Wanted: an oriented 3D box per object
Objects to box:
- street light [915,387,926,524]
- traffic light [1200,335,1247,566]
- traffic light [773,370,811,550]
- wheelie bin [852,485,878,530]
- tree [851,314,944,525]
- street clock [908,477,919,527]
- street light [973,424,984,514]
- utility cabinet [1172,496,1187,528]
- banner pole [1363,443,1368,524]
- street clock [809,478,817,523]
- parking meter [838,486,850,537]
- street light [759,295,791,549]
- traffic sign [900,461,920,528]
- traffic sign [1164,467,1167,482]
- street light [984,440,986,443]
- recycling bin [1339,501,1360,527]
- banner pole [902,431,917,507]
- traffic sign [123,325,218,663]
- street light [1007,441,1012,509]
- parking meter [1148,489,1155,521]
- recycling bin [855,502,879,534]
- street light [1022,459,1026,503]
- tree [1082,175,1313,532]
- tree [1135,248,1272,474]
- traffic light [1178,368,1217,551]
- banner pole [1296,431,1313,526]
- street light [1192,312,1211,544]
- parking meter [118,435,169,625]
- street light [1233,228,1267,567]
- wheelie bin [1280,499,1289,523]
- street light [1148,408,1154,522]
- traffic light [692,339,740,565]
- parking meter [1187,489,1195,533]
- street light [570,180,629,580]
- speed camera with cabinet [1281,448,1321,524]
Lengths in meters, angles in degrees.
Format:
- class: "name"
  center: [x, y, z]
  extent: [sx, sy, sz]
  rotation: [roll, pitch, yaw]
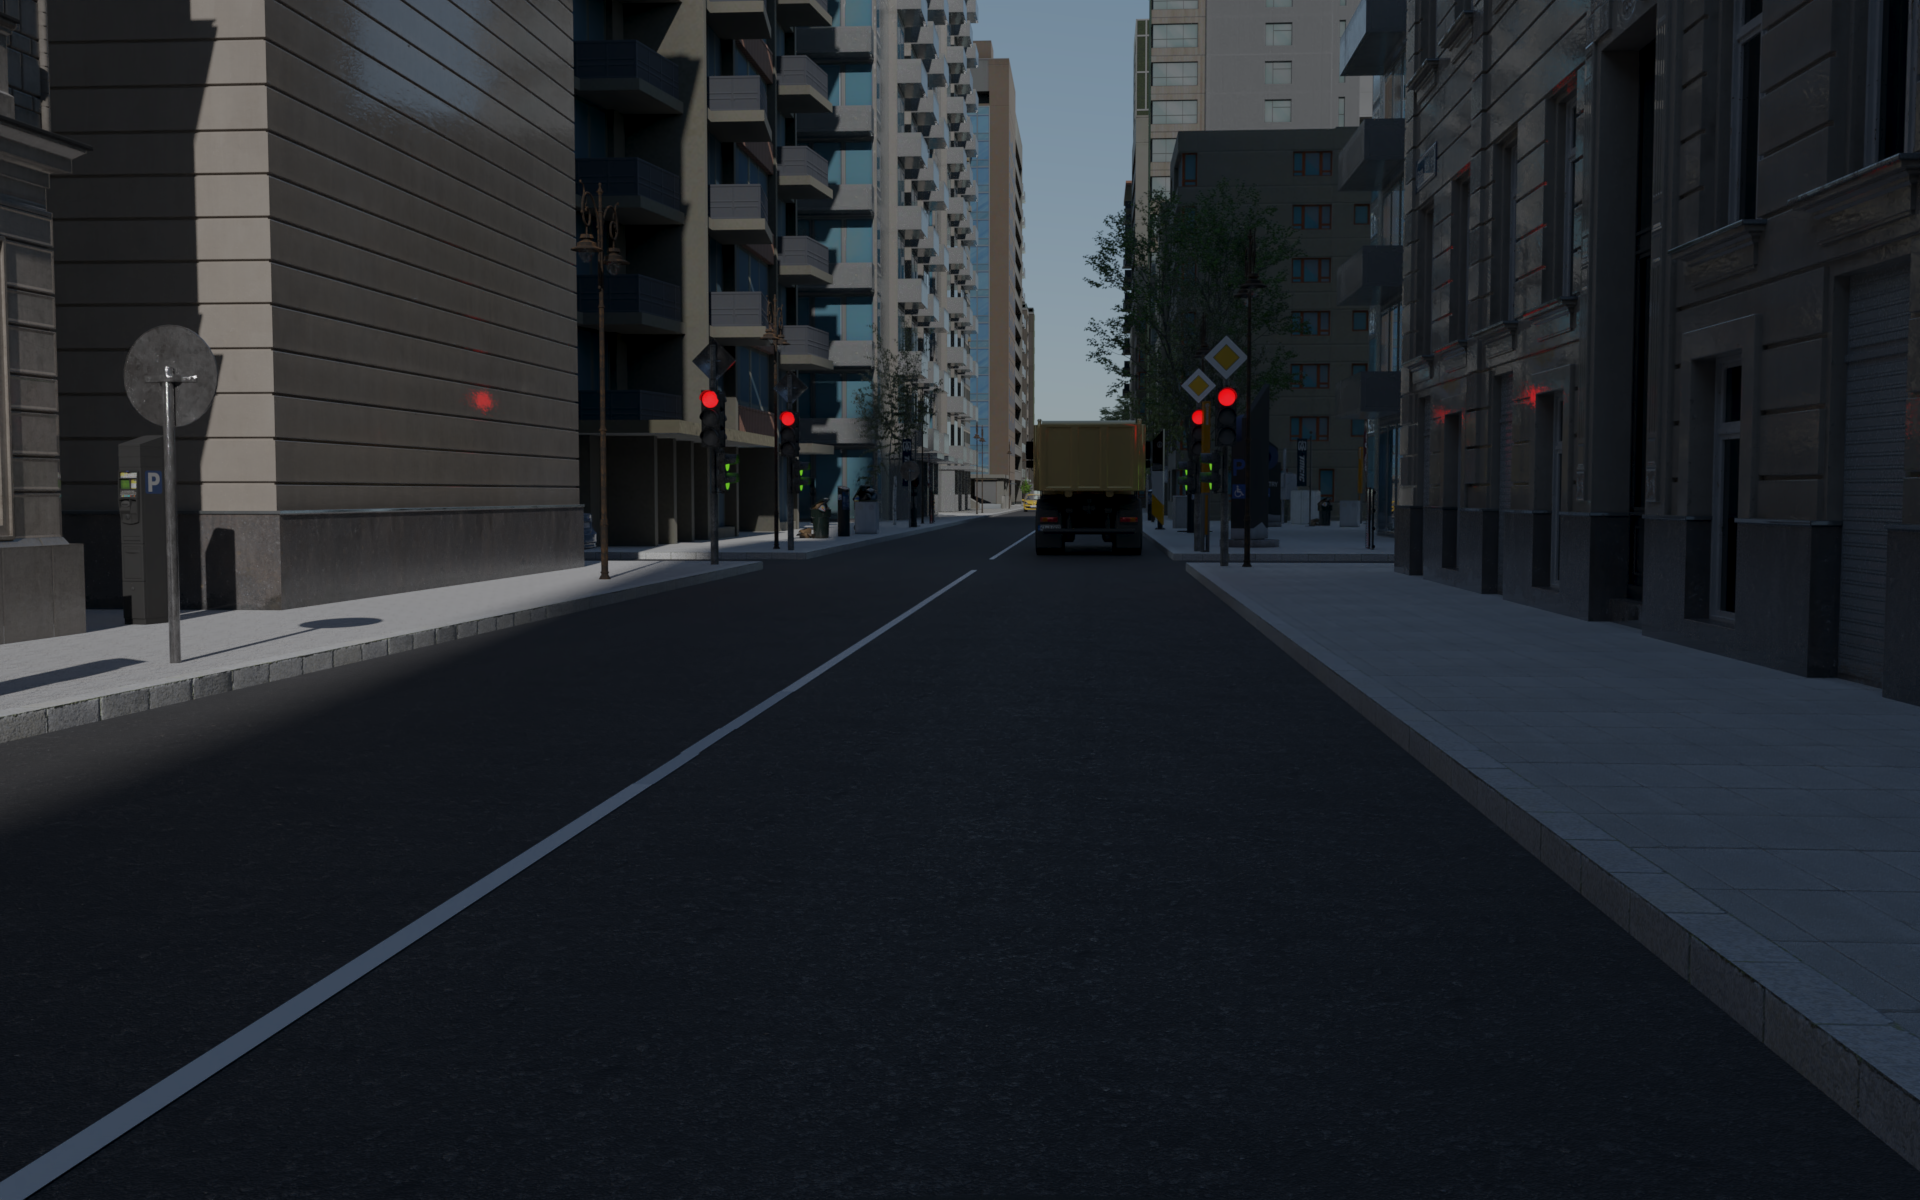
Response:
- class: "street light"
  center: [-1.621, -6.242, 74.841]
  extent: [0.468, 5.910, 1.993]
  rotation: [0, 4, 4]
- class: "traffic light"
  center: [4.688, -2.557, 30.732]
  extent: [0.839, 4.253, 0.868]
  rotation: [0, 4, 4]
- class: "traffic light"
  center: [-3.840, -3.086, 39.372]
  extent: [0.839, 4.253, 0.868]
  rotation: [0, 4, 4]
- class: "wheelie bin"
  center: [-3.267, -3.193, 60.109]
  extent: [0.693, 1.594, 0.980]
  rotation: [2, 4, 28]
- class: "tree"
  center: [-2.705, -7.415, 71.599]
  extent: [4.360, 8.622, 3.978]
  rotation: [0, 3, 0]
- class: "street clock"
  center: [-1.783, -3.804, 66.769]
  extent: [0.358, 2.002, 0.471]
  rotation: [2, 4, 32]
- class: "street light"
  center: [1.073, -8.356, 109.407]
  extent: [0.468, 5.910, 1.993]
  rotation: [0, 4, 4]
- class: "utility cabinet"
  center: [8.490, -3.292, 64.980]
  extent: [1.020, 1.237, 0.306]
  rotation: [-1, 4, -22]
- class: "banner pole"
  center: [17.398, -5.131, 73.914]
  extent: [0.401, 3.779, 0.863]
  rotation: [0, 4, 5]
- class: "street clock"
  center: [-6.467, -4.383, 76.230]
  extent: [0.358, 2.002, 0.471]
  rotation: [0, 4, 4]
- class: "parking meter"
  center: [-3.513, -2.687, 52.348]
  extent: [0.372, 1.533, 0.369]
  rotation: [0, 3, 0]
- class: "street light"
  center: [-4.285, -4.127, 40.272]
  extent: [0.468, 5.910, 1.993]
  rotation: [0, 4, 4]
- class: "traffic sign"
  center: [-1.927, -4.040, 66.162]
  extent: [0.768, 2.556, 0.104]
  rotation: [1, 4, 9]
- class: "traffic sign"
  center: [7.306, -3.752, 63.477]
  extent: [0.606, 2.300, 0.079]
  rotation: [1, 4, 13]
- class: "street light"
  center: [1.493, -8.759, 115.990]
  extent: [0.468, 5.910, 1.993]
  rotation: [0, 4, 4]
- class: "recycling bin"
  center: [15.184, -3.356, 67.432]
  extent: [0.722, 1.027, 0.722]
  rotation: [1, 4, 19]
- class: "banner pole"
  center: [-1.964, -4.816, 68.761]
  extent: [0.863, 3.779, 0.401]
  rotation: [2, 4, 29]
- class: "traffic sign"
  center: [-5.958, -0.793, 13.072]
  extent: [0.768, 2.556, 0.104]
  rotation: [1, 4, 8]
- class: "street light"
  center: [4.307, -10.908, 151.129]
  extent: [0.468, 5.910, 1.993]
  rotation: [0, 4, 4]
- class: "parking meter"
  center: [9.246, -4.600, 83.616]
  extent: [0.372, 1.533, 0.369]
  rotation: [0, 3, 0]
- class: "recycling bin"
  center: [-2.995, -2.644, 55.776]
  extent: [0.722, 1.027, 0.722]
  rotation: [0, 4, 4]
- class: "street light"
  center: [6.874, -13.047, 186.099]
  extent: [0.468, 5.910, 1.993]
  rotation: [0, 4, 4]
- class: "tree"
  center: [7.858, -8.083, 57.913]
  extent: [9.928, 11.665, 9.643]
  rotation: [0, 3, 0]
- class: "tree"
  center: [7.257, -6.186, 51.505]
  extent: [4.360, 8.622, 3.978]
  rotation: [0, 3, 0]
- class: "traffic light"
  center: [5.296, -3.044, 38.694]
  extent: [0.839, 4.253, 0.868]
  rotation: [0, 4, 4]
- class: "banner pole"
  center: [13.664, -4.801, 68.519]
  extent: [0.863, 3.779, 0.401]
  rotation: [-1, 4, -21]
- class: "street light"
  center: [6.171, -4.361, 44.097]
  extent: [0.468, 5.910, 1.993]
  rotation: [0, 4, 4]
- class: "parking meter"
  center: [-8.056, -0.695, 17.082]
  extent: [0.255, 1.863, 0.399]
  rotation: [1, 4, 17]
- class: "street light"
  center: [5.057, -3.520, 30.339]
  extent: [0.468, 5.910, 1.993]
  rotation: [0, 4, 4]
- class: "wheelie bin"
  center: [14.233, -4.233, 77.118]
  extent: [0.693, 1.594, 0.980]
  rotation: [-2, 4, -31]
- class: "street light"
  center: [8.777, -6.476, 78.670]
  extent: [0.468, 5.910, 1.993]
  rotation: [0, 4, 4]
- class: "traffic light"
  center: [-4.448, -2.599, 31.410]
  extent: [0.839, 4.253, 0.868]
  rotation: [0, 4, 4]
- class: "parking meter"
  center: [7.677, -2.981, 57.152]
  extent: [0.372, 1.533, 0.369]
  rotation: [0, 3, 0]
- class: "street light"
  center: [-5.347, -3.248, 25.895]
  extent: [0.468, 5.910, 1.993]
  rotation: [0, 4, 4]
- class: "speed camera with cabinet"
  center: [15.557, -5.231, 79.856]
  extent: [2.038, 3.252, 0.660]
  rotation: [0, 4, -5]
